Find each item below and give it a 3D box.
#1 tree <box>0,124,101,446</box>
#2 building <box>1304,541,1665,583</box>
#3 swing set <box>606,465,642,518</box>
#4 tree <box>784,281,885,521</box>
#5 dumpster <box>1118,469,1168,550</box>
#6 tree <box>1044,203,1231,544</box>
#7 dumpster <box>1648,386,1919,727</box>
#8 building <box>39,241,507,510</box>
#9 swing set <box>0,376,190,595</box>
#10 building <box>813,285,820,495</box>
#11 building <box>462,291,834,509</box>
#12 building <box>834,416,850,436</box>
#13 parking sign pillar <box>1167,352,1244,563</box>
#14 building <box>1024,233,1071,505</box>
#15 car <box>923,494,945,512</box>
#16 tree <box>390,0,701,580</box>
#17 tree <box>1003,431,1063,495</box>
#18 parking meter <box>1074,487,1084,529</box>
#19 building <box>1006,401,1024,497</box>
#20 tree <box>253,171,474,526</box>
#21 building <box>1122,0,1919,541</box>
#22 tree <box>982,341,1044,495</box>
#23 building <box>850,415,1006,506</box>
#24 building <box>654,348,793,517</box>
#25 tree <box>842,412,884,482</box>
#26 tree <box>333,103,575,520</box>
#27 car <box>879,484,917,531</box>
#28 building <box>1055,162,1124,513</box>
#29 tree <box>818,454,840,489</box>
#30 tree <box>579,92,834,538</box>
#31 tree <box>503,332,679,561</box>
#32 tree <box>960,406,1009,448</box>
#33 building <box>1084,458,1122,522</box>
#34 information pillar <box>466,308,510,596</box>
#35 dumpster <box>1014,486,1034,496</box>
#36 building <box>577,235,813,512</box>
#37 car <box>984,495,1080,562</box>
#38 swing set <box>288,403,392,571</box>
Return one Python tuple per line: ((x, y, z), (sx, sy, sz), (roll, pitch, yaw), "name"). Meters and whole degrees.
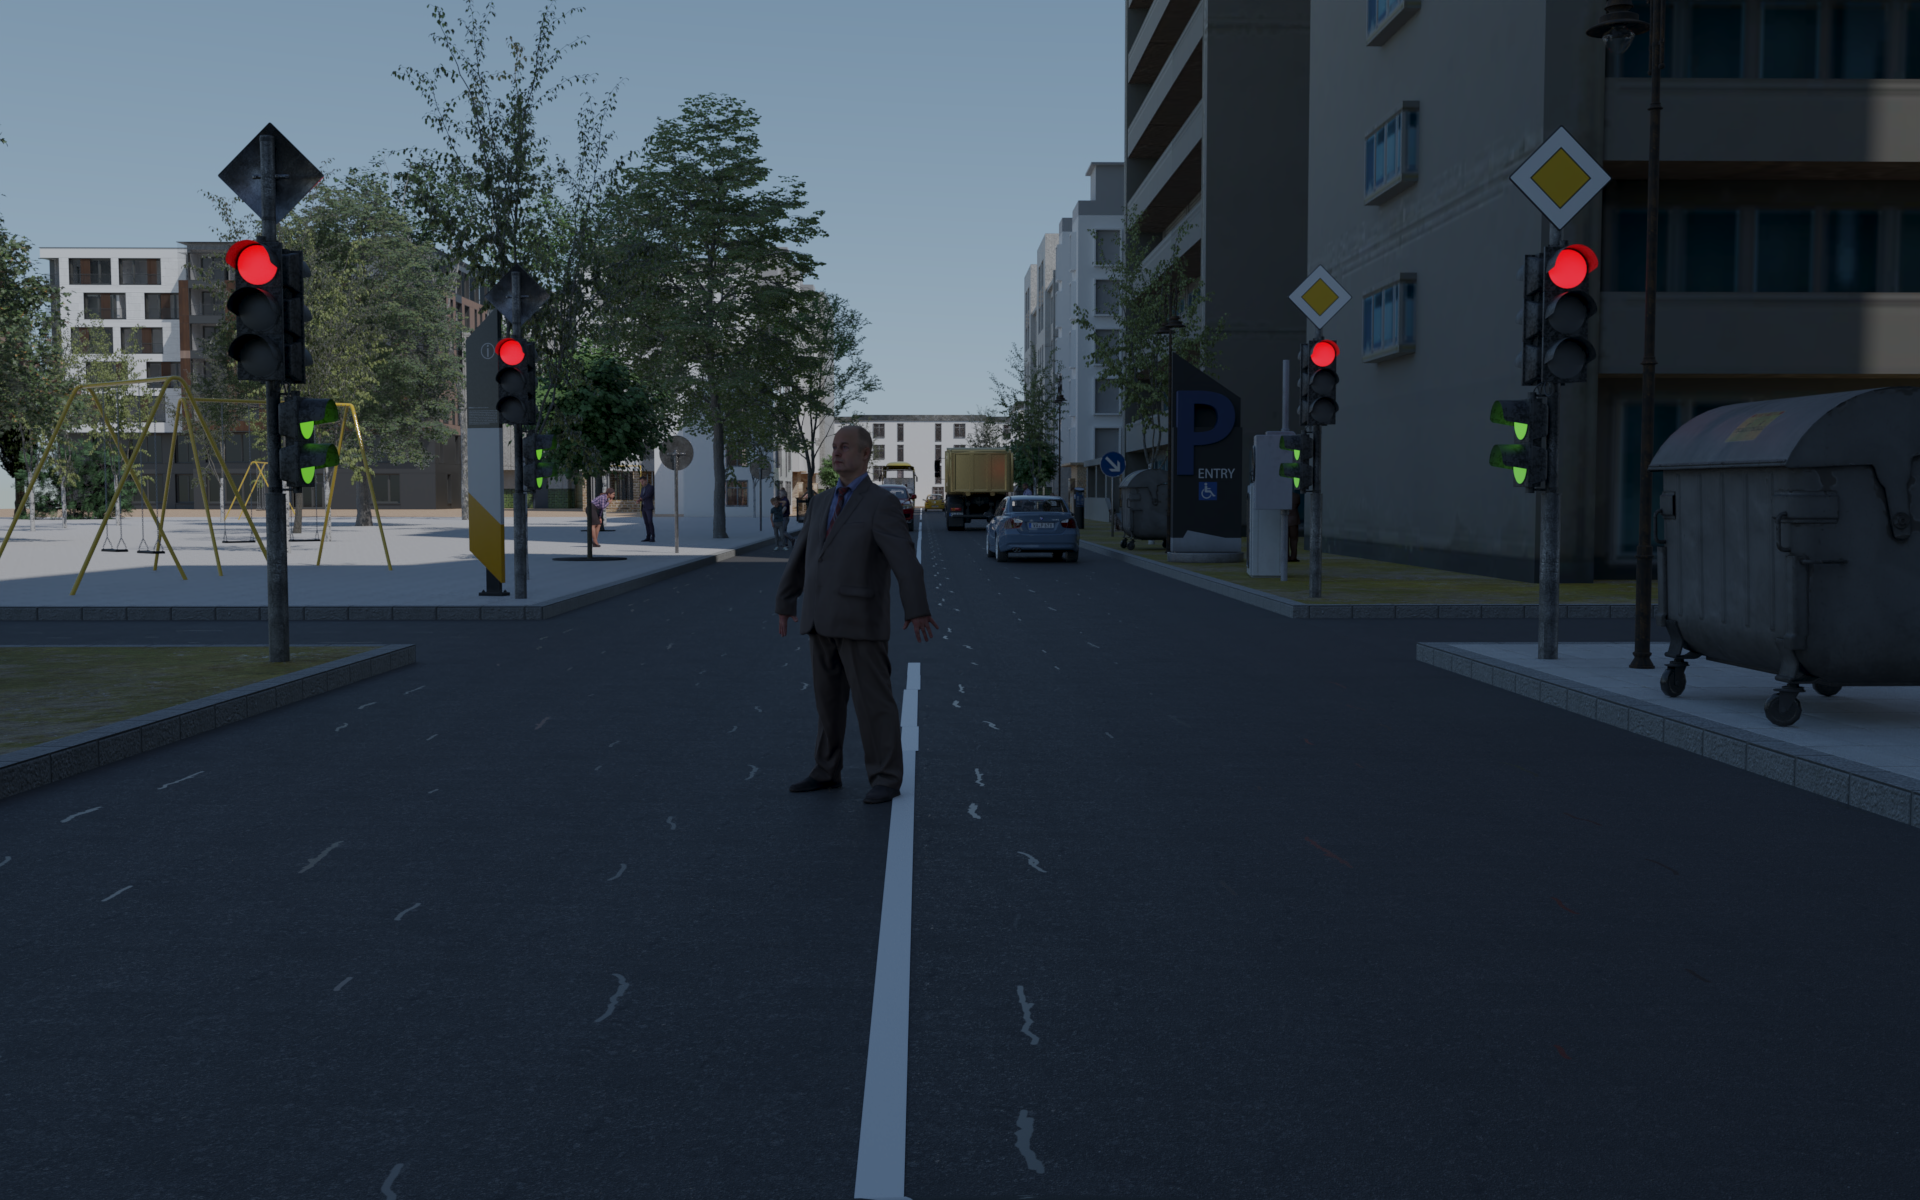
((-26.973, -7.734, 43.454), (9.611, 12.733, 9.660), (0, 3, 0), "tree")
((18.499, -25.108, 34.215), (21.600, 48.544, 21.300), (0, 4, -1), "building")
((-19.005, -5.936, 94.680), (3.119, 2.851, 2.862), (-1, 4, -11), "swing set")
((-7.275, -9.663, 83.751), (9.928, 11.665, 9.643), (0, 3, 0), "tree")
((4.391, -2.101, 40.113), (1.264, 1.857, 1.865), (0, 4, -1), "dumpster")
((4.873, -5.715, 43.801), (4.737, 8.622, 4.395), (0, 3, 0), "tree")
((5.030, -0.272, 10.200), (1.264, 1.857, 1.865), (0, 4, -1), "dumpster")
((-59.899, -18.982, 154.330), (32.646, 21.610, 27.936), (0, 4, -1), "building")
((-11.517, -1.609, 23.934), (3.119, 2.851, 2.862), (3, 5, 40), "swing set")
((-19.510, -17.458, 141.861), (16.016, 20.091, 11.380), (0, 4, -1), "building")
((-27.782, -17.944, 159.835), (31.486, 18.905, 16.747), (0, 4, -1), "building")
((-25.700, -15.019, 187.700), (28.070, 9.664, 9.099), (0, 4, -1), "building")
((4.659, -2.707, 32.729), (1.447, 3.967, 1.447), (0, 4, 1), "parking sign pillar")
((13.956, -15.894, 126.328), (16.747, 18.905, 31.486), (0, 4, -1), "building")
((-2.084, -8.115, 142.910), (2.015, 1.641, 3.980), (0, 4, -1), "car")
((-6.316, -4.606, 25.667), (4.360, 8.622, 3.978), (0, 3, 0), "tree")
((3.540, -6.356, 87.636), (4.285, 4.588, 4.351), (0, 3, 0), "tree")
((4.377, -3.373, 63.563), (0.372, 1.533, 0.369), (0, 3, 0), "parking meter")
((9.619, -13.100, 156.340), (9.099, 9.664, 28.070), (0, 4, -1), "building")
((-23.724, -9.916, 68.781), (9.857, 13.997, 8.962), (0, 3, 0), "tree")
((17.670, -26.738, 60.868), (21.300, 48.544, 21.600), (0, 4, -1), "building")
((3.419, -8.074, 82.370), (4.737, 8.622, 4.395), (0, 3, 0), "tree")
((2.578, -15.028, 187.850), (28.070, 9.664, 9.099), (0, 4, -1), "building")
((-15.165, -10.314, 110.783), (9.099, 9.664, 28.070), (0, 4, -1), "building")
((-8.749, -12.458, 154.044), (4.360, 8.622, 3.978), (0, 3, 0), "tree")
((-23.436, -13.959, 84.126), (12.611, 20.169, 13.585), (0, 3, 0), "tree")
((-2.848, -3.651, 68.359), (2.281, 1.827, 5.304), (0, 4, -2), "car")
((13.926, -15.185, 104.690), (16.016, 20.091, 11.380), (0, 4, -1), "building")
((-9.081, -8.862, 128.602), (4.285, 4.588, 4.351), (0, 3, 0), "tree")
((-7.379, -8.057, 49.865), (7.486, 12.596, 7.792), (0, 3, 0), "tree")
((-7.306, -3.056, 33.681), (4.285, 4.588, 4.351), (0, 3, 0), "tree")
((2.234, -12.086, 147.973), (4.360, 8.622, 3.978), (0, 3, 0), "tree")
((22.709, -24.016, 84.547), (32.217, 40.220, 23.993), (0, 4, -1), "building")
((-5.950, -1.860, 21.761), (0.504, 3.616, 0.183), (1, 4, 19), "information pillar")
((3.504, -5.275, 91.999), (1.264, 1.857, 1.865), (0, 4, -1), "dumpster")
((-19.720, -16.763, 130.494), (16.016, 20.091, 11.380), (0, 4, -1), "building")
((1.558, -1.580, 37.839), (2.014, 1.417, 4.499), (0, 4, -3), "car")
((-11.628, -1.914, 28.916), (3.119, 2.851, 2.862), (-3, 5, -44), "swing set")
